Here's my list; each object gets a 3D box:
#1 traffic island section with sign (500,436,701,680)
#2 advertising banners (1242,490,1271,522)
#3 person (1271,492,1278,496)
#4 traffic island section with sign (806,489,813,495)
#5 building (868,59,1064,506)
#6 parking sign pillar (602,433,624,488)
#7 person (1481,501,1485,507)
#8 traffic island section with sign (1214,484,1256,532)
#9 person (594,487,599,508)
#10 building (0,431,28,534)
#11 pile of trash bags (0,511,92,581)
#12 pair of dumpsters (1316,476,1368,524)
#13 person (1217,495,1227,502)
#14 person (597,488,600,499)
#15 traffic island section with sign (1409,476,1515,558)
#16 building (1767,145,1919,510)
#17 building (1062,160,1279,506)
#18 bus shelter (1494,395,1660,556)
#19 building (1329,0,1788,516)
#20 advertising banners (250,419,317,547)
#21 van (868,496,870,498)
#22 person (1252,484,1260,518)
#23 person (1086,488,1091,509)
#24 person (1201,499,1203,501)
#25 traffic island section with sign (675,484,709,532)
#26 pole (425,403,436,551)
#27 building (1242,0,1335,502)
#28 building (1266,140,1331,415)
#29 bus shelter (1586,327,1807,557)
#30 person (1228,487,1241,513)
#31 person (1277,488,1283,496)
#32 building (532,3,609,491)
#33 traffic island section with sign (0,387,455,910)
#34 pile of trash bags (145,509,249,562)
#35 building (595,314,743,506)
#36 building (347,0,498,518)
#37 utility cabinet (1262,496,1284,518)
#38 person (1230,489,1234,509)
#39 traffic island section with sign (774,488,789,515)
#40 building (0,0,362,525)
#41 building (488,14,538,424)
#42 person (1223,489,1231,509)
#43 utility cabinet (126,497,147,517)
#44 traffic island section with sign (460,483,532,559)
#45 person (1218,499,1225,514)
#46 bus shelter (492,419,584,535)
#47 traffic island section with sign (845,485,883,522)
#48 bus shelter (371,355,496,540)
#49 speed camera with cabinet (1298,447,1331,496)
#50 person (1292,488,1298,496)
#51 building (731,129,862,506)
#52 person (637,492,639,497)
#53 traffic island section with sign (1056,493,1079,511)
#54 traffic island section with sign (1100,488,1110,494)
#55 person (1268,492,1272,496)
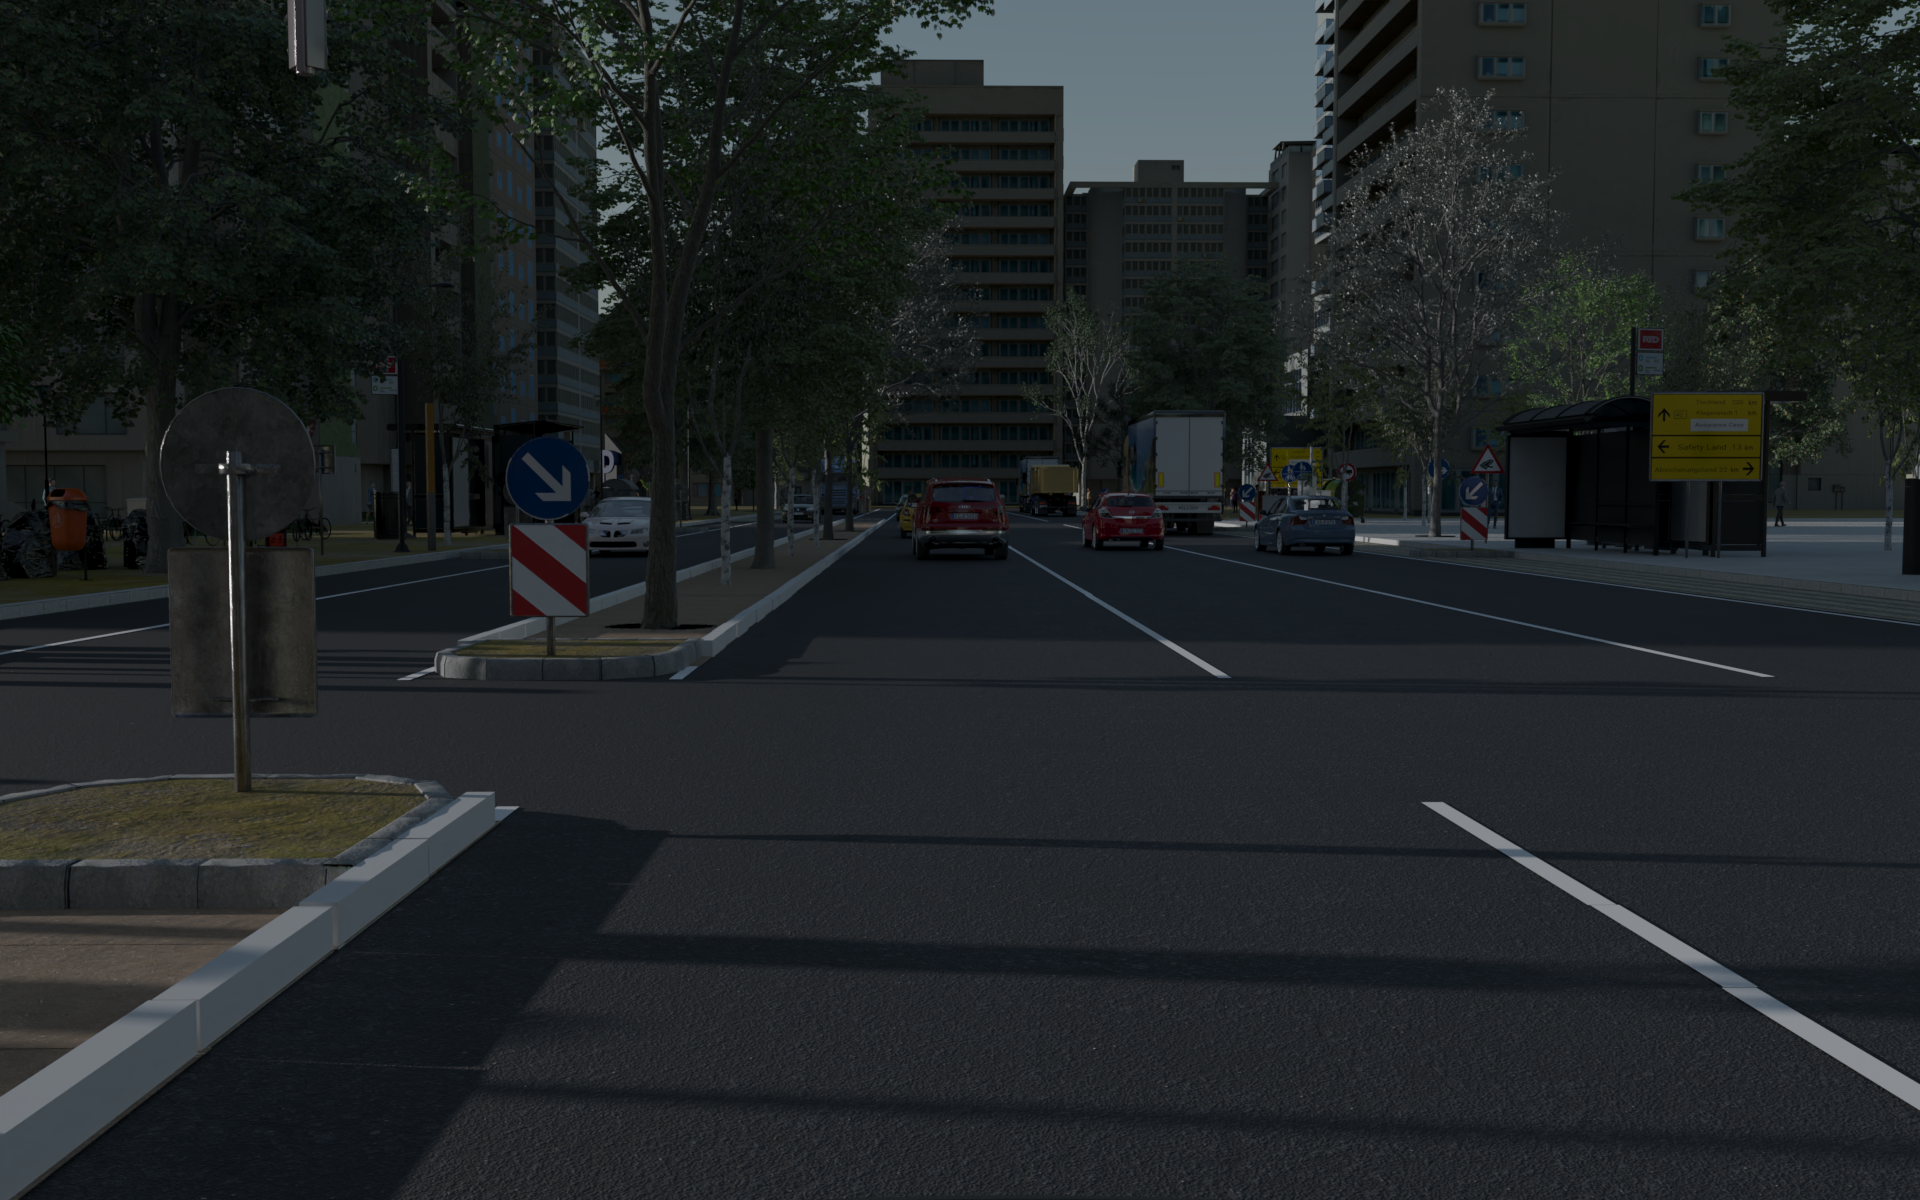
[{"bbox_3d":[-3.248,-0.375,14.276,2.006,1.907,1.989,0,4,-1],"label":"traffic island section with sign"},{"bbox_3d":[14.133,-5.201,81.232,2.074,3.025,0.090,-1,4,-22],"label":"advertising banners"},{"bbox_3d":[20.221,-6.243,111.297,0.628,1.438,0.799,1,4,17],"label":"person"},{"bbox_3d":[-12.350,-8.245,143.432,1.989,1.847,2.006,0,4,-1],"label":"traffic island section with sign"},{"bbox_3d":[0.393,-35.091,197.436,21.600,48.544,21.300,0,4,-1],"label":"building"},{"bbox_3d":[-15.315,-5.372,76.303,1.447,3.967,1.447,-3,5,-44],"label":"parking sign pillar"},{"bbox_3d":[29.404,-5.519,96.944,0.551,1.740,0.621,-2,4,-33],"label":"person"},{"bbox_3d":[10.777,-3.539,66.490,1.989,1.847,2.006,0,4,-1],"label":"traffic island section with sign"},{"bbox_3d":[-26.663,-7.408,127.183,1.348,1.822,0.705,1,4,20],"label":"person"},{"bbox_3d":[-42.052,-21.359,41.099,32.217,40.220,23.993,0,4,-1],"label":"building"},{"bbox_3d":[-14.353,-0.999,26.087,3.447,1.369,1.912,2,4,26],"label":"pile of trash bags"},{"bbox_3d":[16.980,-4.584,77.449,1.574,2.255,4.437,0,4,-1],"label":"pair of dumpsters"},{"bbox_3d":[21.659,-8.490,144.485,1.348,1.869,0.705,1,4,22],"label":"person"},{"bbox_3d":[-23.693,-6.611,114.951,0.721,1.723,1.217,2,4,29],"label":"person"},{"bbox_3d":[11.378,-1.891,39.542,1.989,1.847,2.006,0,4,-1],"label":"traffic island section with sign"},{"bbox_3d":[70.517,-22.901,146.140,14.107,30.474,14.160,0,4,-1],"label":"building"},{"bbox_3d":[23.394,-31.322,203.995,23.993,40.220,32.217,0,4,-1],"label":"building"},{"bbox_3d":[13.723,-2.719,38.384,2.014,3.302,5.546,0,4,-1],"label":"bus shelter"},{"bbox_3d":[36.656,-29.702,109.329,21.300,48.544,21.600,0,4,-1],"label":"building"},{"bbox_3d":[-15.794,-2.669,39.828,2.074,3.025,0.090,-3,5,-41],"label":"advertising banners"},{"bbox_3d":[-9.596,-9.687,165.389,2.013,2.044,4.112,0,4,0],"label":"van"},{"bbox_3d":[16.273,-5.417,94.614,0.705,1.824,1.348,3,5,41],"label":"person"},{"bbox_3d":[11.281,-8.909,151.797,0.705,1.812,1.348,-1,4,-9],"label":"person"},{"bbox_3d":[14.238,-5.751,100.997,0.530,1.710,0.541,-2,4,-24],"label":"person"},{"bbox_3d":[-10.647,-3.511,66.028,1.989,1.847,2.006,0,4,-1],"label":"traffic island section with sign"},{"bbox_3d":[-11.944,-2.766,39.074,0.158,3.312,0.155,0,3,0],"label":"pole"},{"bbox_3d":[36.327,-50.274,134.656,22.319,86.520,31.000,0,4,-1],"label":"building"},{"bbox_3d":[42.650,-31.238,194.332,14.086,41.232,14.154,0,4,-1],"label":"building"},{"bbox_3d":[15.996,-3.775,39.352,2.179,5.291,8.768,0,4,-1],"label":"bus shelter"},{"bbox_3d":[18.646,-6.781,117.600,0.721,1.739,1.217,-3,4,-37],"label":"person"},{"bbox_3d":[24.069,-7.544,130.075,0.721,1.739,1.217,3,4,39],"label":"person"},{"bbox_3d":[-40.925,-27.077,134.589,23.993,40.220,32.217,0,4,-1],"label":"building"},{"bbox_3d":[-3.094,0.077,6.870,2.006,1.907,1.989,0,4,-1],"label":"traffic island section with sign"},{"bbox_3d":[-13.972,-1.243,30.082,3.447,1.369,1.912,-1,4,-12],"label":"pile of trash bags"},{"bbox_3d":[-39.692,-21.714,200.064,28.899,21.520,27.650,0,4,-1],"label":"building"},{"bbox_3d":[-34.558,-19.842,96.111,14.160,30.474,14.107,0,4,-1],"label":"building"},{"bbox_3d":[12.825,-3.626,70.446,1.020,1.237,0.306,2,4,24],"label":"utility cabinet"},{"bbox_3d":[23.623,-8.736,149.415,0.617,1.759,0.750,-3,5,-42],"label":"person"},{"bbox_3d":[-11.740,-6.597,116.484,1.989,1.847,2.006,0,4,-1],"label":"traffic island section with sign"},{"bbox_3d":[-33.291,-23.527,68.256,14.154,41.232,14.086,0,4,-1],"label":"building"},{"bbox_3d":[-35.486,-28.114,109.769,14.600,45.320,14.200,0,4,-1],"label":"building"},{"bbox_3d":[23.169,-8.879,151.743,1.217,1.766,0.721,-1,4,-14],"label":"person"},{"bbox_3d":[-14.743,-1.252,31.628,1.020,1.237,0.306,2,4,26],"label":"utility cabinet"},{"bbox_3d":[-10.045,-1.862,39.080,1.989,1.847,2.006,0,4,-1],"label":"traffic island section with sign"},{"bbox_3d":[16.243,-6.255,108.838,0.750,1.759,0.617,0,4,-1],"label":"person"},{"bbox_3d":[-13.921,-4.049,57.479,1.731,3.624,6.357,0,4,-1],"label":"bus shelter"},{"bbox_3d":[-4.917,-4.970,89.396,2.006,1.907,1.989,0,4,-1],"label":"traffic island section with sign"},{"bbox_3d":[-15.969,-4.596,52.778,2.179,5.291,8.768,0,4,-1],"label":"bus shelter"},{"bbox_3d":[14.919,-4.807,72.928,0.660,3.252,2.038,3,4,37],"label":"speed camera with cabinet"},{"bbox_3d":[20.597,-6.111,105.959,0.705,1.824,1.348,-1,4,-11],"label":"person"},{"bbox_3d":[-18.063,-31.187,193.506,14.086,41.232,14.154,0,4,-1],"label":"building"},{"bbox_3d":[-31.055,-9.722,165.681,1.217,1.739,0.721,3,5,44],"label":"person"},{"bbox_3d":[9.028,-8.361,145.326,1.989,1.847,2.006,0,4,-1],"label":"traffic island section with sign"},{"bbox_3d":[9.645,-6.667,117.635,1.989,1.847,2.006,0,4,-1],"label":"traffic island section with sign"},{"bbox_3d":[22.686,-7.118,125.614,0.799,1.438,0.628,-2,4,-27],"label":"person"}]
